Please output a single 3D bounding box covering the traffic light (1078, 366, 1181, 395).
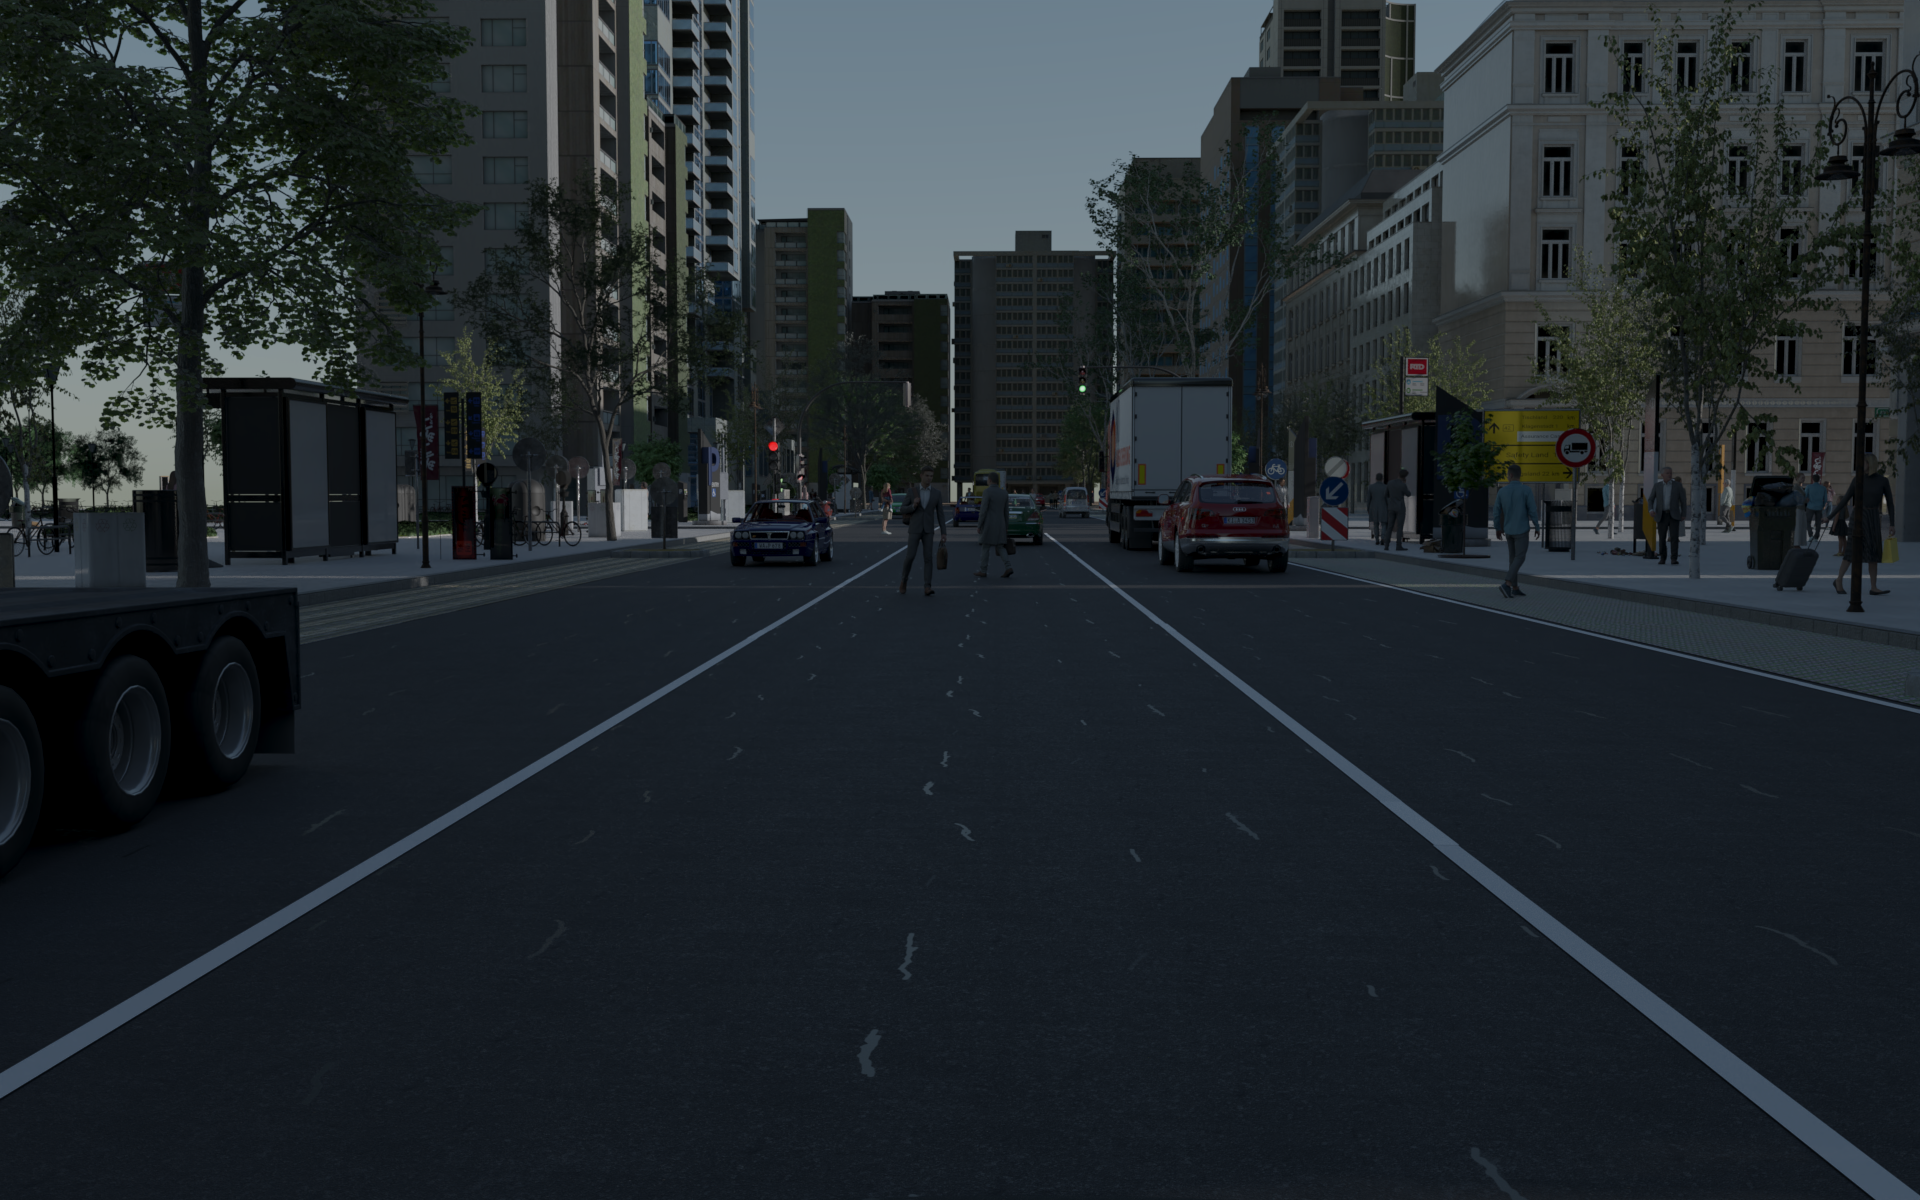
[{"bbox_3d":[6.551,-5.313,61.532,4.771,5.953,1.251,0,4,1],"label":"traffic light"}]

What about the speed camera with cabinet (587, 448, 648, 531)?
[{"bbox_3d":[-11.783,-3.990,59.566,2.038,3.252,0.660,-3,5,-41],"label":"speed camera with cabinet"}]

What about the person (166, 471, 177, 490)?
[{"bbox_3d":[-18.006,-2.069,39.884,0.555,1.821,0.388,1,4,18],"label":"person"}]

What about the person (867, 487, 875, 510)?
[{"bbox_3d":[-7.026,-7.942,135.913,0.654,1.822,0.581,-1,4,-19],"label":"person"}]

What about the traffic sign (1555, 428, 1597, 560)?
[{"bbox_3d":[11.895,-2.044,33.533,0.768,2.556,0.104,0,4,8],"label":"traffic sign"}]

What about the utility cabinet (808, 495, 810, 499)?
[{"bbox_3d":[-11.019,-6.907,124.098,1.020,1.237,0.306,3,5,44],"label":"utility cabinet"}]

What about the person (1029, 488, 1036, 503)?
[{"bbox_3d":[4.069,-5.401,97.375,0.480,1.755,0.524,-1,4,-10],"label":"person"}]

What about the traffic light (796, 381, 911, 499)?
[{"bbox_3d":[-4.360,-5.824,69.898,4.771,5.953,1.251,0,4,1],"label":"traffic light"}]

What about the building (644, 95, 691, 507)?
[{"bbox_3d":[-27.953,-21.674,126.073,14.160,30.474,14.107,0,4,1],"label":"building"}]

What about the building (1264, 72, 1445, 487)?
[{"bbox_3d":[43.004,-28.869,163.892,32.217,40.220,23.993,0,4,1],"label":"building"}]

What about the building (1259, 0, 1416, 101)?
[{"bbox_3d":[54.668,-49.675,250.436,20.611,71.187,20.563,0,4,1],"label":"building"}]

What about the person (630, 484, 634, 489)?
[{"bbox_3d":[-16.346,-4.898,86.368,0.529,1.795,0.600,1,4,11],"label":"person"}]

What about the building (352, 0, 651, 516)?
[{"bbox_3d":[-26.985,-25.675,103.373,14.154,41.232,14.086,0,4,1],"label":"building"}]

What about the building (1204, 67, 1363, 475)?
[{"bbox_3d":[34.425,-32.595,183.037,14.600,45.320,14.200,0,4,1],"label":"building"}]

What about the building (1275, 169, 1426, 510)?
[{"bbox_3d":[33.926,-18.111,129.392,16.112,22.955,30.059,0,4,1],"label":"building"}]

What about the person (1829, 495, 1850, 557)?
[{"bbox_3d":[18.081,-1.523,35.617,0.362,1.253,0.373,-2,4,-30],"label":"person"}]

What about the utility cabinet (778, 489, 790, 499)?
[{"bbox_3d":[-7.948,-4.261,78.342,0.318,1.500,1.173,0,4,5],"label":"utility cabinet"}]

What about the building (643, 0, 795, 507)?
[{"bbox_3d":[-35.603,-53.988,195.377,31.000,86.520,22.319,0,4,1],"label":"building"}]

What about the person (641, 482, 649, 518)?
[{"bbox_3d":[-13.052,-3.947,70.937,0.532,1.782,0.716,-2,4,-27],"label":"person"}]

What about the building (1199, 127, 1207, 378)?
[{"bbox_3d":[35.117,-33.512,198.037,14.600,45.320,14.200,0,4,1],"label":"building"}]

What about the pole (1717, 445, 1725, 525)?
[{"bbox_3d":[31.532,-4.767,71.784,0.158,3.312,0.155,0,3,0],"label":"pole"}]

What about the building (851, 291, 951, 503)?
[{"bbox_3d":[-8.394,-29.220,249.447,14.107,30.474,14.160,0,4,1],"label":"building"}]

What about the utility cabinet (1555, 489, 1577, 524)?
[{"bbox_3d":[25.668,-3.956,73.357,0.318,1.500,1.173,-1,4,-14],"label":"utility cabinet"}]

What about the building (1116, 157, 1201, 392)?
[{"bbox_3d":[33.571,-38.414,251.768,21.600,48.544,21.300,0,4,1],"label":"building"}]

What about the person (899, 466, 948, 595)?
[{"bbox_3d":[-0.531,-0.987,24.600,0.622,1.834,0.822,-1,4,-21],"label":"person"}]

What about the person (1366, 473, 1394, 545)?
[{"bbox_3d":[10.575,-2.287,43.531,0.694,1.812,0.767,2,4,25],"label":"person"}]

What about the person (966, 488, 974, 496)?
[{"bbox_3d":[0.550,-6.018,106.804,0.656,1.842,0.836,-1,4,-21],"label":"person"}]

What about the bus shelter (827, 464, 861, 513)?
[{"bbox_3d":[-8.109,-7.777,121.073,2.014,3.302,5.546,0,4,1],"label":"bus shelter"}]

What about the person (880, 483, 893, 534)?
[{"bbox_3d":[-2.629,-3.267,61.894,0.573,1.828,0.580,-2,4,-28],"label":"person"}]

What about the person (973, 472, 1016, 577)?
[{"bbox_3d":[0.573,-1.296,29.790,0.694,1.812,0.767,-3,5,-41],"label":"person"}]

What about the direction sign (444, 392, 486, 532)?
[{"bbox_3d":[-11.036,-2.846,38.521,0.876,3.537,0.379,1,4,10],"label":"direction sign"}]

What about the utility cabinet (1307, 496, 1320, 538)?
[{"bbox_3d":[10.340,-2.423,50.775,0.306,1.237,1.020,0,4,7],"label":"utility cabinet"}]

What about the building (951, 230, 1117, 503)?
[{"bbox_3d":[10.842,-34.638,258.213,23.993,40.220,32.217,0,4,1],"label":"building"}]

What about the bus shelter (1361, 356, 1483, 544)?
[{"bbox_3d":[12.615,-4.323,48.312,2.179,5.291,8.768,0,4,1],"label":"bus shelter"}]

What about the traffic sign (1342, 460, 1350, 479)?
[{"bbox_3d":[13.453,-3.757,61.534,0.768,2.556,0.104,0,4,7],"label":"traffic sign"}]

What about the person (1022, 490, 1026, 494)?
[{"bbox_3d":[5.050,-8.104,141.266,0.573,1.790,0.520,3,5,42],"label":"person"}]

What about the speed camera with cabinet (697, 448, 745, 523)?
[{"bbox_3d":[-10.543,-5.011,76.271,2.038,3.252,0.660,-1,4,-16],"label":"speed camera with cabinet"}]

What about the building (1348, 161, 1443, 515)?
[{"bbox_3d":[30.633,-15.321,105.250,10.420,20.320,16.860,0,4,1],"label":"building"}]

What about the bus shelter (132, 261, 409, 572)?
[{"bbox_3d":[-12.910,-3.358,32.542,2.179,5.291,8.768,0,4,1],"label":"bus shelter"}]

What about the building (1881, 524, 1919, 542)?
[{"bbox_3d":[31.219,-15.339,36.695,13.634,28.700,20.117,0,4,1],"label":"building"}]

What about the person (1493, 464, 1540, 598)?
[{"bbox_3d":[7.626,-0.953,23.949,0.748,1.841,0.638,-2,4,-34],"label":"person"}]

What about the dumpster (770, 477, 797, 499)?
[{"bbox_3d":[-9.894,-5.797,97.280,1.502,2.255,1.985,0,4,1],"label":"dumpster"}]

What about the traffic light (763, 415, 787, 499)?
[{"bbox_3d":[-6.614,-4.465,61.921,0.839,4.253,0.868,0,4,1],"label":"traffic light"}]

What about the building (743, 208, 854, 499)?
[{"bbox_3d":[-22.782,-34.603,249.355,14.086,41.232,14.154,0,4,1],"label":"building"}]

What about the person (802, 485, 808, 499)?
[{"bbox_3d":[-6.665,-3.985,73.659,0.388,1.821,0.555,2,4,31],"label":"person"}]

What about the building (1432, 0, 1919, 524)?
[{"bbox_3d":[35.860,-18.506,88.482,20.117,28.700,13.634,0,4,1],"label":"building"}]

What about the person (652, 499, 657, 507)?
[{"bbox_3d":[-18.981,-5.966,107.860,0.394,1.301,0.425,1,4,13],"label":"person"}]

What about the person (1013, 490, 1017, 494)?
[{"bbox_3d":[4.517,-8.340,145.107,0.529,1.795,0.600,-1,4,-19],"label":"person"}]
